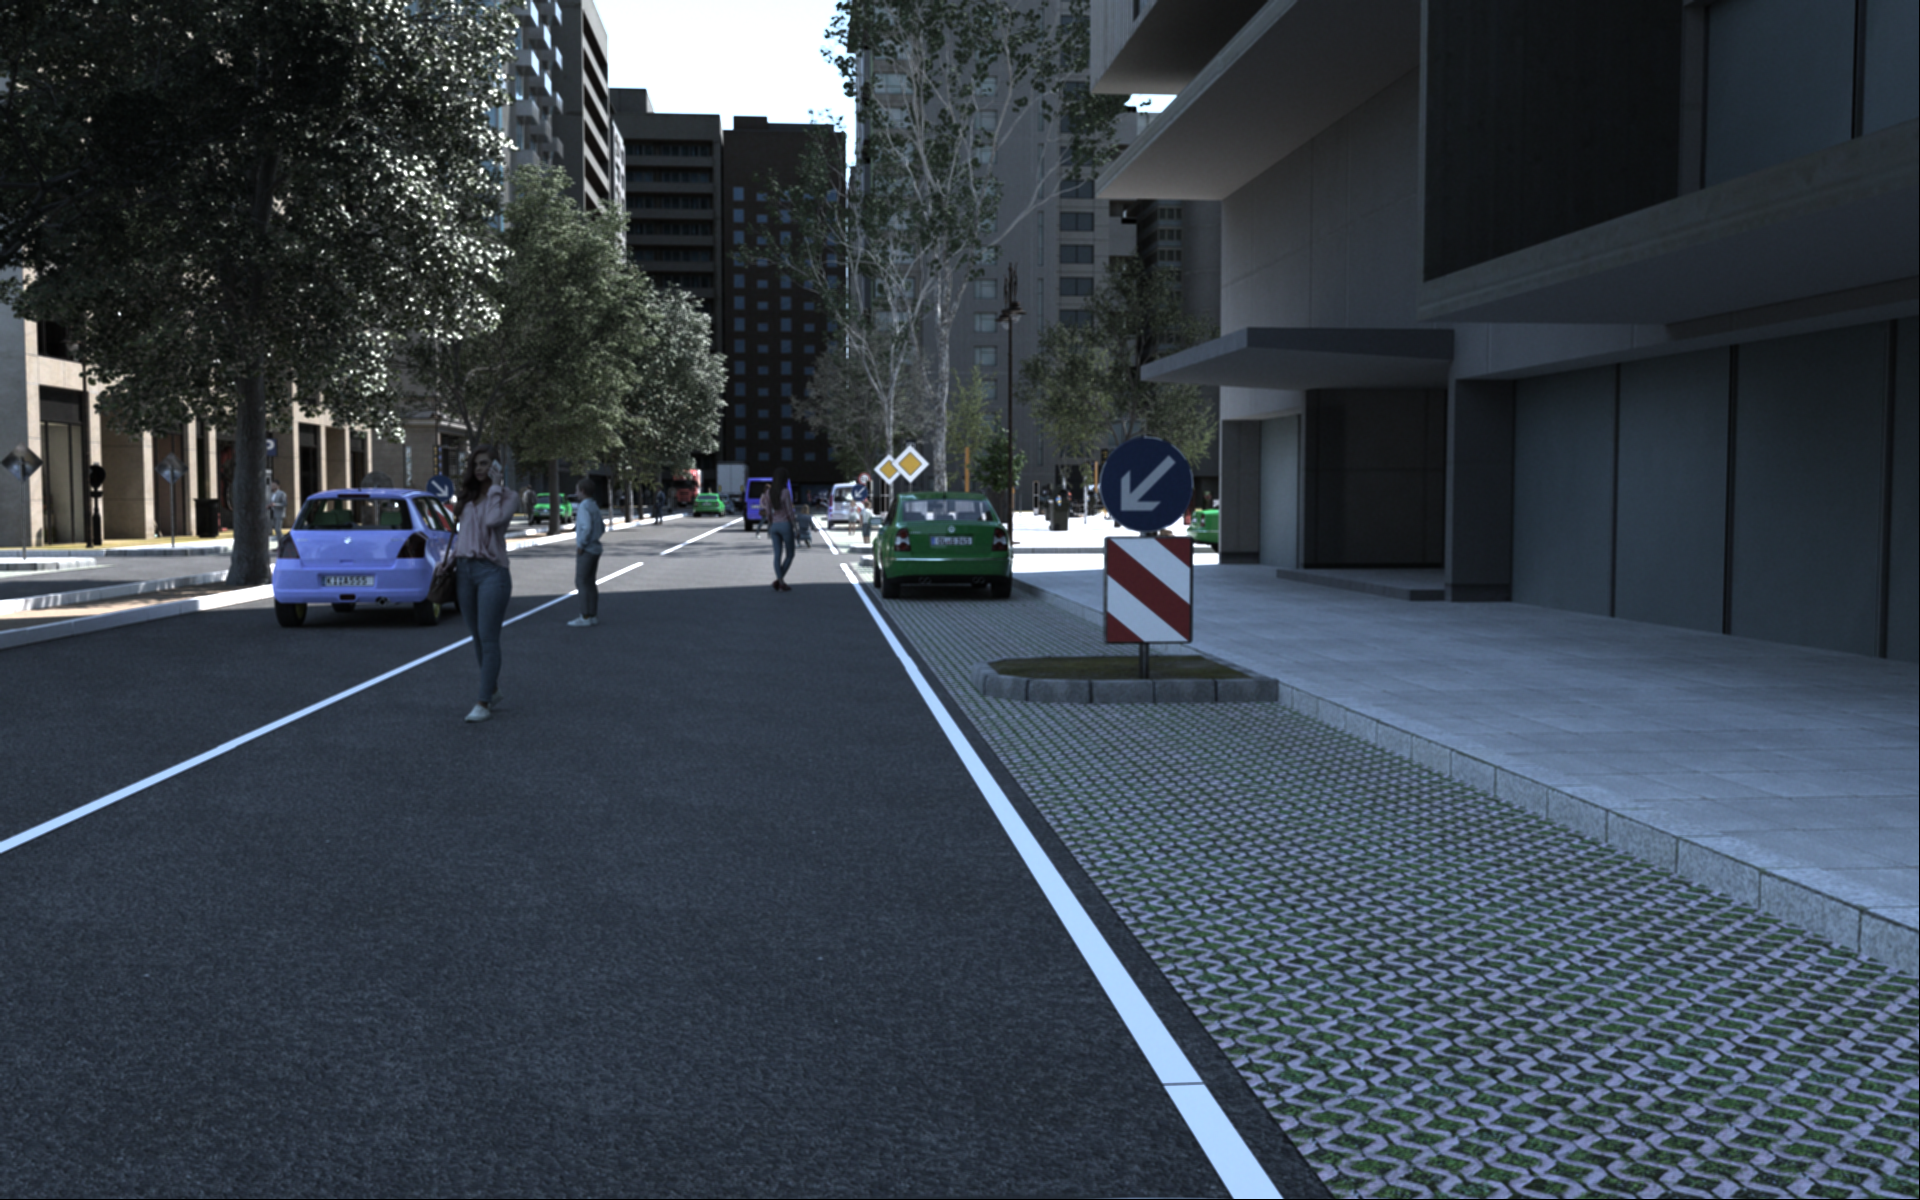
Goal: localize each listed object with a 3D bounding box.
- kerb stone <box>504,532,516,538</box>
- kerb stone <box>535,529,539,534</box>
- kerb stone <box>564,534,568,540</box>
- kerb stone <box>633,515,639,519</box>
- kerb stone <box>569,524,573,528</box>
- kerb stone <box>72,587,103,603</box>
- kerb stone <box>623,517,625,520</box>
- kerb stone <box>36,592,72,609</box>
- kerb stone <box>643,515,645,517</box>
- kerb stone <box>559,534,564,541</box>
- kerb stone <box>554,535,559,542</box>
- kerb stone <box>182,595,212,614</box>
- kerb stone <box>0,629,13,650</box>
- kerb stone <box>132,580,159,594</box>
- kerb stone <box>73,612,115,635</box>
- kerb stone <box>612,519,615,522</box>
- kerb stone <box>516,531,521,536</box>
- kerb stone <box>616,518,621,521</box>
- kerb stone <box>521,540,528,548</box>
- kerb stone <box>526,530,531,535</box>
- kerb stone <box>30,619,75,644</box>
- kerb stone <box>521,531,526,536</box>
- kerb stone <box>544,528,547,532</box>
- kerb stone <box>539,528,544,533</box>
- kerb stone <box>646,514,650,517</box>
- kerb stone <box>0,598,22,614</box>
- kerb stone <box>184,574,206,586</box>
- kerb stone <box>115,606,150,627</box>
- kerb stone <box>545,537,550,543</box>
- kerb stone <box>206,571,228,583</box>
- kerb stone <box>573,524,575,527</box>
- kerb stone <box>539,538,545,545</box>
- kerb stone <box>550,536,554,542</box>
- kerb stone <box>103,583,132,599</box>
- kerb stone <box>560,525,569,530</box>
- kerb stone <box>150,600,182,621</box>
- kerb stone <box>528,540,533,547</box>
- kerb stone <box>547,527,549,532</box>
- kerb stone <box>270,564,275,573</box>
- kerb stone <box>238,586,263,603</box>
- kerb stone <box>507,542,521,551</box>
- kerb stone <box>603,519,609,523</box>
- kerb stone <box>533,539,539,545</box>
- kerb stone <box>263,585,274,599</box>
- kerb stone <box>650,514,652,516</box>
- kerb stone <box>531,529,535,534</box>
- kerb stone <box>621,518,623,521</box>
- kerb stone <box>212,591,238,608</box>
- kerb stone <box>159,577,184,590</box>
[{"bbox_3d":[-14.864,-2.131,57.155,0.120,0.150,1.000,0,4,-5],"label":"kerb stone"},{"bbox_3d":[-15.348,-2.450,62.255,0.120,0.150,1.000,0,4,-5],"label":"kerb stone"},{"bbox_3d":[-12.493,-1.963,54.284,0.120,0.150,1.000,0,4,-5],"label":"kerb stone"},{"bbox_3d":[-19.198,-4.947,103.080,0.120,0.150,1.000,0,4,-5],"label":"kerb stone"},{"bbox_3d":[-16.212,-3.012,71.433,0.120,0.150,1.000,0,4,-5],"label":"kerb stone"},{"bbox_3d":[-11.648,-0.045,22.938,0.120,0.150,1.000,0,4,-5],"label":"kerb stone"},{"bbox_3d":[-18.239,-4.321,92.881,0.120,0.150,1.000,0,4,-5],"label":"kerb stone"},{"bbox_3d":[-11.548,0.017,21.920,0.120,0.150,1.000,0,4,-5],"label":"kerb stone"},{"bbox_3d":[-19.383,-5.072,105.124,0.120,0.150,1.000,0,4,-5],"label":"kerb stone"},{"bbox_3d":[-12.394,-1.900,53.266,0.120,0.150,1.000,0,4,-5],"label":"kerb stone"},{"bbox_3d":[-12.299,-1.838,52.249,0.120,0.150,1.000,0,4,-5],"label":"kerb stone"},{"bbox_3d":[-9.361,0.071,21.062,0.120,0.150,1.000,0,4,-5],"label":"kerb stone"},{"bbox_3d":[-8.879,0.382,15.956,0.120,0.150,1.000,0,4,-5],"label":"kerb stone"},{"bbox_3d":[-11.841,-0.170,24.988,0.120,0.150,1.000,0,4,-5],"label":"kerb stone"},{"bbox_3d":[-9.065,0.259,18.002,0.120,0.150,1.000,0,4,-5],"label":"kerb stone"},{"bbox_3d":[-17.747,-4.012,87.784,0.120,0.150,1.000,0,4,-5],"label":"kerb stone"},{"bbox_3d":[-14.970,-2.200,58.171,0.120,0.150,1.000,0,4,-5],"label":"kerb stone"},{"bbox_3d":[-18.043,-4.199,90.841,0.120,0.150,1.000,0,4,-5],"label":"kerb stone"},{"bbox_3d":[-11.724,-1.463,46.137,0.120,0.150,1.000,0,4,-5],"label":"kerb stone"},{"bbox_3d":[-15.157,-2.326,60.219,0.120,0.150,1.000,0,4,-5],"label":"kerb stone"},{"bbox_3d":[-8.976,0.326,16.974,0.120,0.150,1.000,0,4,-5],"label":"kerb stone"},{"bbox_3d":[-15.056,-2.260,59.190,0.120,0.150,1.000,0,4,-5],"label":"kerb stone"},{"bbox_3d":[-15.544,-2.575,64.296,0.120,0.150,1.000,0,4,-5],"label":"kerb stone"},{"bbox_3d":[-15.444,-2.508,63.279,0.120,0.150,1.000,0,4,-5],"label":"kerb stone"},{"bbox_3d":[-19.780,-5.322,109.202,0.120,0.150,1.000,0,4,-5],"label":"kerb stone"},{"bbox_3d":[-11.459,0.080,20.894,0.120,0.150,1.000,0,4,-5],"label":"kerb stone"},{"bbox_3d":[-12.033,-0.293,27.029,0.120,0.150,1.000,0,4,-5],"label":"kerb stone"},{"bbox_3d":[-9.171,0.194,19.018,0.120,0.150,1.000,0,4,-5],"label":"kerb stone"},{"bbox_3d":[-12.106,-1.711,50.208,0.120,0.150,1.000,0,4,-5],"label":"kerb stone"},{"bbox_3d":[-12.125,-0.358,28.047,0.120,0.150,1.000,0,4,-5],"label":"kerb stone"},{"bbox_3d":[-16.305,-3.074,72.454,0.120,0.150,1.000,0,4,-5],"label":"kerb stone"},{"bbox_3d":[-12.001,-1.651,49.191,0.120,0.150,1.000,0,4,-5],"label":"kerb stone"},{"bbox_3d":[-12.203,-1.776,51.231,0.120,0.150,1.000,0,4,-5],"label":"kerb stone"},{"bbox_3d":[-11.743,-0.106,23.963,0.120,0.150,1.000,0,4,-5],"label":"kerb stone"},{"bbox_3d":[-16.114,-2.948,70.403,0.120,0.150,1.000,0,4,-5],"label":"kerb stone"},{"bbox_3d":[-9.266,0.132,20.036,0.120,0.150,1.000,0,4,-5],"label":"kerb stone"},{"bbox_3d":[-11.822,-1.527,47.155,0.120,0.150,1.000,0,4,-5],"label":"kerb stone"},{"bbox_3d":[-15.644,-2.637,65.313,0.120,0.150,1.000,0,4,-5],"label":"kerb stone"},{"bbox_3d":[-12.416,-0.544,31.108,0.120,0.150,1.000,0,4,-5],"label":"kerb stone"},{"bbox_3d":[-9.555,-0.053,23.107,0.120,0.150,1.000,0,4,-5],"label":"kerb stone"},{"bbox_3d":[-11.631,-1.402,45.119,0.120,0.150,1.000,0,4,-5],"label":"kerb stone"},{"bbox_3d":[-17.657,-3.948,86.749,0.120,0.150,1.000,0,4,-5],"label":"kerb stone"},{"bbox_3d":[-11.924,-1.589,48.172,0.120,0.150,1.000,0,4,-5],"label":"kerb stone"},{"bbox_3d":[-9.649,-0.118,24.127,0.120,0.150,1.000,0,4,-5],"label":"kerb stone"},{"bbox_3d":[-19.864,-5.383,110.221,0.120,0.150,1.000,0,4,-5],"label":"kerb stone"},{"bbox_3d":[-15.253,-2.388,61.237,0.120,0.150,1.000,0,4,-5],"label":"kerb stone"},{"bbox_3d":[-18.135,-4.261,91.864,0.120,0.150,1.000,0,4,-5],"label":"kerb stone"},{"bbox_3d":[-9.461,0.012,22.080,0.120,0.150,1.000,0,4,-5],"label":"kerb stone"},{"bbox_3d":[-11.938,-0.233,26.005,0.120,0.150,1.000,0,4,-5],"label":"kerb stone"}]
